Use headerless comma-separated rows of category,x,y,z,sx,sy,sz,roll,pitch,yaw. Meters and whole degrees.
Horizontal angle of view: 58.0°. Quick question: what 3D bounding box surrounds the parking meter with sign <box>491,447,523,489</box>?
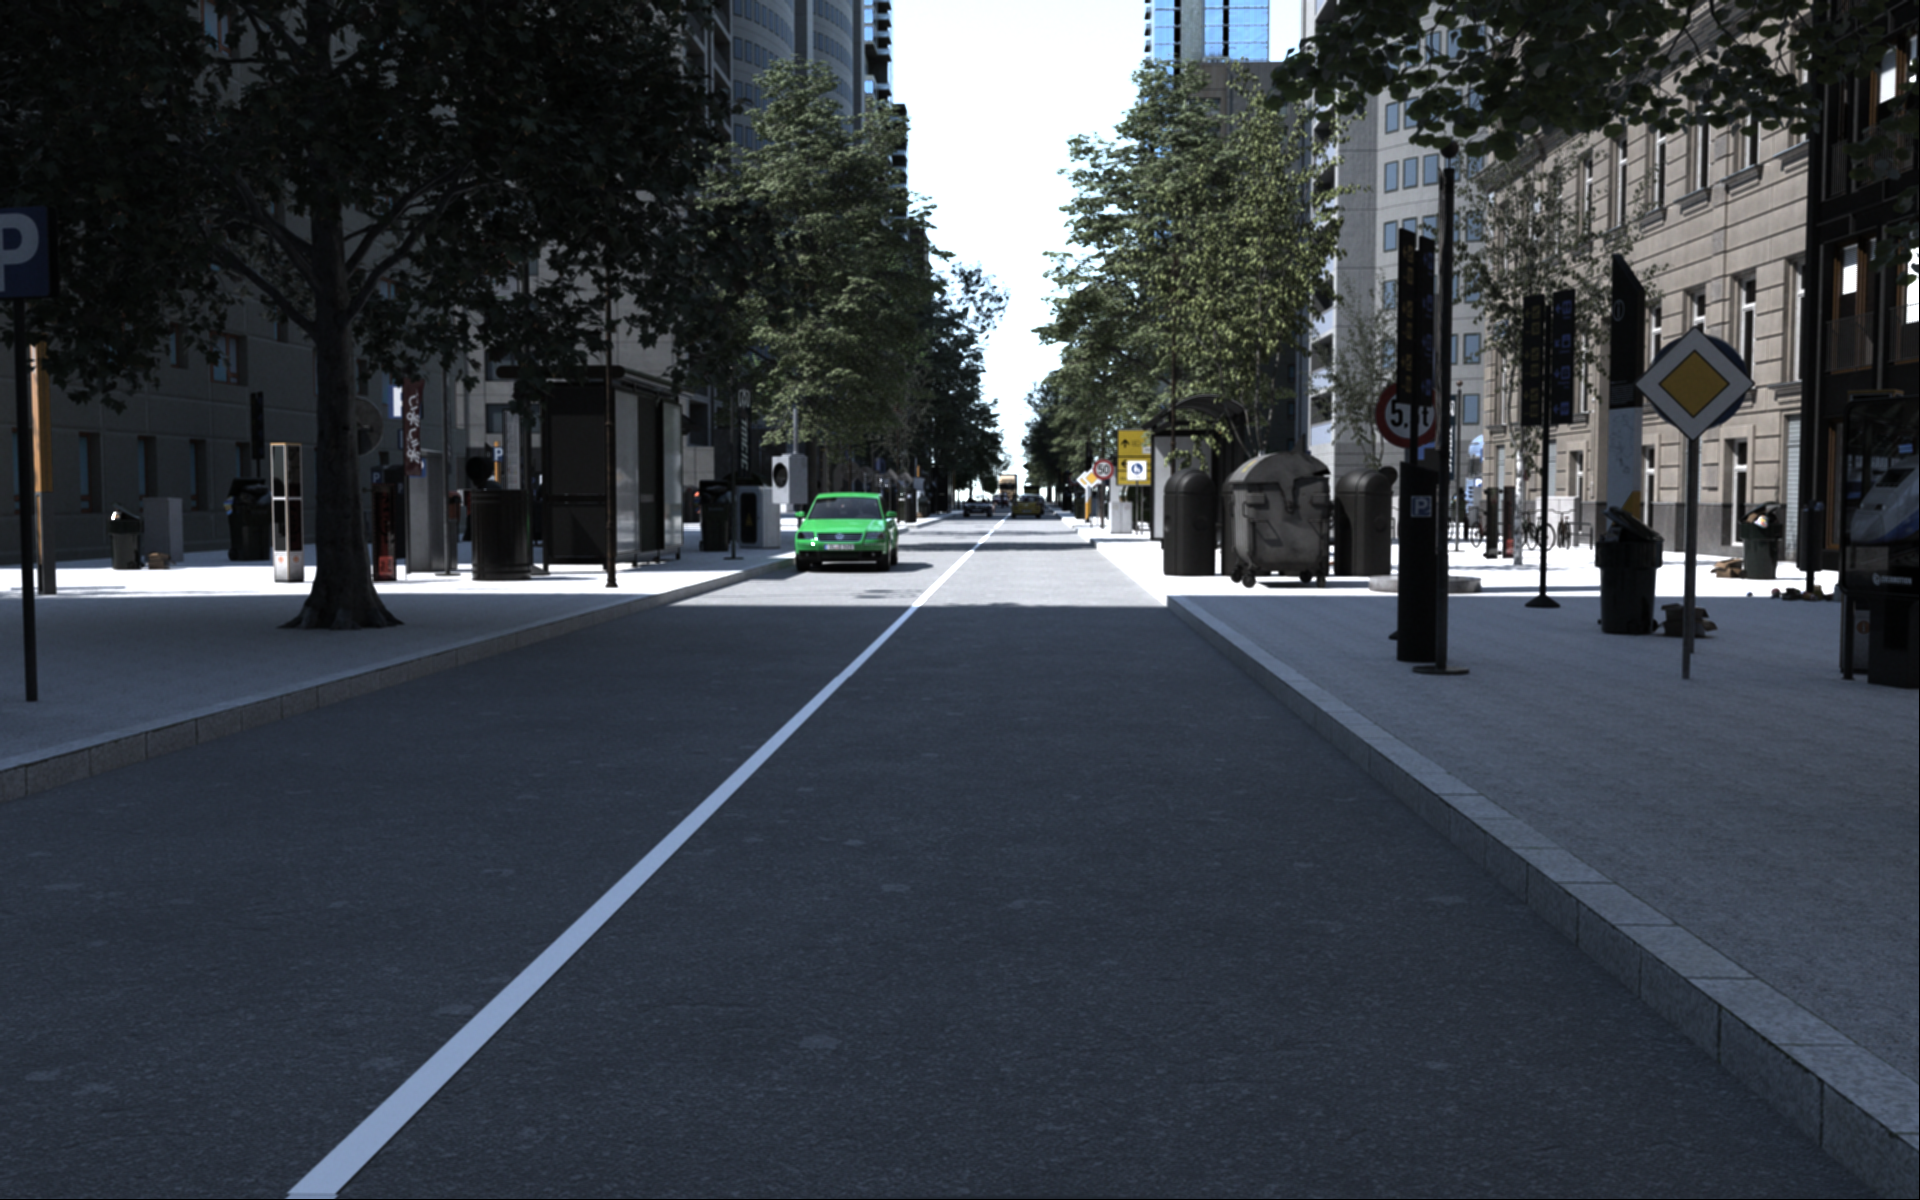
parking meter with sign,-16.368,-4.105,63.370,1.738,3.016,0.543,3,4,38

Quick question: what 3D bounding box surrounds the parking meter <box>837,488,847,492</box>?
parking meter,-4.570,-3.590,67.110,0.372,1.533,0.369,0,3,0

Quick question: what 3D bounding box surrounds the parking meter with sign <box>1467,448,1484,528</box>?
parking meter with sign,19.638,-4.225,65.341,0.543,3.016,1.738,2,4,34

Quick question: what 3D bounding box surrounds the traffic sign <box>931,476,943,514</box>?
traffic sign,-1.504,-6.781,112.049,0.795,2.450,0.064,1,4,12

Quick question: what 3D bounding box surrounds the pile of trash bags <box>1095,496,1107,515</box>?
pile of trash bags,8.643,-5.969,107.338,3.447,1.369,1.912,3,5,44

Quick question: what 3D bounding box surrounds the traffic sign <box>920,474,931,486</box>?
traffic sign,-2.241,-6.692,109.522,0.768,2.556,0.104,0,4,7

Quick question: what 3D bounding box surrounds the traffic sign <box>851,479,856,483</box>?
traffic sign,-5.115,-4.884,79.965,0.768,2.556,0.104,1,4,8

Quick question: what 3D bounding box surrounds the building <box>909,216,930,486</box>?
building,-12.268,-38.653,282.079,14.600,45.320,14.200,0,4,2

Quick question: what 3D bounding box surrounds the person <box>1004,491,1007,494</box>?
person,5.647,-12.597,214.327,0.709,1.838,0.599,1,4,22

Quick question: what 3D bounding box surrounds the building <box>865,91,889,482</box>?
building,-19.836,-35.435,203.071,21.300,48.544,21.600,0,4,2

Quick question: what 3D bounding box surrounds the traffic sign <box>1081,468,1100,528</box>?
traffic sign,5.017,-3.816,66.029,0.795,2.450,0.064,0,4,2

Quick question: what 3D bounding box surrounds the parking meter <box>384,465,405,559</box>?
parking meter,-11.226,-1.755,34.401,0.255,1.863,0.399,1,4,12

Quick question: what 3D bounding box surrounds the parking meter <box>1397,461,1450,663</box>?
parking meter,3.561,-0.299,13.307,0.372,1.533,0.369,0,3,0

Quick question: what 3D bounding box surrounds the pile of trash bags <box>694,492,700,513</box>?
pile of trash bags,-12.439,-4.335,80.637,3.447,1.369,1.912,3,4,36

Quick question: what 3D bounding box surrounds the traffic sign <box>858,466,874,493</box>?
traffic sign,-4.321,-4.835,79.152,0.768,2.556,0.104,1,4,11

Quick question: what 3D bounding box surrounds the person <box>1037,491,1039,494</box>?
person,9.184,-11.894,202.976,0.705,1.824,1.348,-1,4,-16

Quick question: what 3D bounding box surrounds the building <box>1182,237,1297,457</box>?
building,31.096,-17.468,130.636,27.650,21.520,28.899,0,4,2

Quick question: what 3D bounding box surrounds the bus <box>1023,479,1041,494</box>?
bus,11.550,-17.564,278.724,2.896,3.916,12.252,0,4,2

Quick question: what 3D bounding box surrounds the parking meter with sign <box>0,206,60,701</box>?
parking meter with sign,-5.976,-0.831,9.851,0.543,3.016,1.738,1,4,16

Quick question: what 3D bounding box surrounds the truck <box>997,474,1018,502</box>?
truck,6.733,-15.471,241.859,2.839,4.237,11.283,0,4,3

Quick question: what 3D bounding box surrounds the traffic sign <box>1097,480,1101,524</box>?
traffic sign,5.799,-4.336,73.030,0.606,2.300,0.079,0,4,6

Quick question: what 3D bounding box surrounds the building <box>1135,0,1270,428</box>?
building,36.056,-58.338,266.501,22.319,86.520,31.000,0,4,2

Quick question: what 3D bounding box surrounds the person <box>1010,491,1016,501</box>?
person,6.347,-11.757,201.443,1.217,1.735,0.721,-1,4,-13

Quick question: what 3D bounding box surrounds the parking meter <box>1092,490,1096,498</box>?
parking meter,9.341,-6.826,120.009,0.372,1.533,0.369,0,3,0

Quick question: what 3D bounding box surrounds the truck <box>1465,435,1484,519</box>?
truck,29.287,-4.870,69.381,18.799,4.110,2.967,0,4,4

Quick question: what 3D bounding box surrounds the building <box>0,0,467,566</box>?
building,-31.127,-12.097,42.829,28.899,21.520,27.650,0,4,2

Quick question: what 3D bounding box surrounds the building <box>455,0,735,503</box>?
building,-21.693,-40.361,98.155,20.563,71.187,20.611,0,4,2

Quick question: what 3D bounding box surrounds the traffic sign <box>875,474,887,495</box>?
traffic sign,-4.076,-5.339,89.425,0.606,2.300,0.079,0,4,5

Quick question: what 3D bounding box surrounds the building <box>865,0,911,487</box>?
building,-17.648,-57.847,258.462,22.319,86.520,31.000,0,4,2

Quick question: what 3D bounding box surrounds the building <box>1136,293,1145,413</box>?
building,42.631,-36.895,295.116,32.217,40.220,23.993,0,4,2

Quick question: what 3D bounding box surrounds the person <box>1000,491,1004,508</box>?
person,4.253,-10.232,176.515,0.721,1.735,1.217,-1,4,-12

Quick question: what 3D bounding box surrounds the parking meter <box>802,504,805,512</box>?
parking meter,-9.057,-5.694,101.501,0.372,1.533,0.369,0,3,0

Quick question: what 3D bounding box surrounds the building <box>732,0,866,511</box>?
building,-20.709,-38.007,163.420,21.231,58.520,28.212,0,4,2

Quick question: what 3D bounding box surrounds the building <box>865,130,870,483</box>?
building,-17.273,-30.663,184.936,14.154,41.232,14.086,0,4,2

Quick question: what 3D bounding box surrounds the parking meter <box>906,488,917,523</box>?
parking meter,-2.147,-4.272,78.252,0.372,1.533,0.369,0,3,0

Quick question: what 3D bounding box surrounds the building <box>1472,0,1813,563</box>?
building,21.474,-14.930,41.376,12.463,27.353,25.104,0,4,2

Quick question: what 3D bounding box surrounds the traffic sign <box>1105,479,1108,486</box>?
traffic sign,10.028,-7.060,115.532,0.768,2.556,0.104,1,4,9

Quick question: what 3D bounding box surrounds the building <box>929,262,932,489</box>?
building,-12.254,-37.495,296.628,14.154,41.232,14.086,0,4,2

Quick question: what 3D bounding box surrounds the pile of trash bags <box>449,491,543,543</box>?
pile of trash bags,-12.777,-2.287,47.146,1.912,1.369,3.447,2,4,30

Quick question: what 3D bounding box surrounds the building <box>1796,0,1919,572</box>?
building,20.269,-11.706,21.069,12.332,23.373,15.834,0,4,2

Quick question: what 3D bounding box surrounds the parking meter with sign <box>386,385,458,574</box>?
parking meter with sign,-8.792,-1.973,28.522,0.543,3.016,1.738,0,4,4

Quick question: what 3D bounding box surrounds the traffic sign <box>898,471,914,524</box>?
traffic sign,-2.346,-4.324,74.339,0.795,2.450,0.064,0,4,2

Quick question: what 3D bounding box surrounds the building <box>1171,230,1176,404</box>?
building,29.050,-25.101,182.106,14.160,30.474,14.107,0,4,2

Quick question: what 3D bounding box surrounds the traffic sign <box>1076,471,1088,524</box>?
traffic sign,5.341,-4.304,74.007,0.795,2.450,0.064,0,4,2

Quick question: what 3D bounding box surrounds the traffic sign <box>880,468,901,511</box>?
traffic sign,-2.670,-3.836,66.360,0.795,2.450,0.064,0,4,2

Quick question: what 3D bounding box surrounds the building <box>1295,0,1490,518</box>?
building,33.743,-33.692,92.860,28.212,58.520,21.231,0,4,2

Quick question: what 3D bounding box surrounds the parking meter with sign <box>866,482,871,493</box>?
parking meter with sign,-5.728,-7.080,112.012,0.543,3.016,1.738,3,4,37

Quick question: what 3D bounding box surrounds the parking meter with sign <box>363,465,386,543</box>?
parking meter with sign,-15.163,-3.021,45.659,0.543,3.016,1.738,2,4,26

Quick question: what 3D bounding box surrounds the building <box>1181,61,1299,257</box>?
building,28.223,-29.598,167.514,14.154,41.232,14.086,0,4,2
